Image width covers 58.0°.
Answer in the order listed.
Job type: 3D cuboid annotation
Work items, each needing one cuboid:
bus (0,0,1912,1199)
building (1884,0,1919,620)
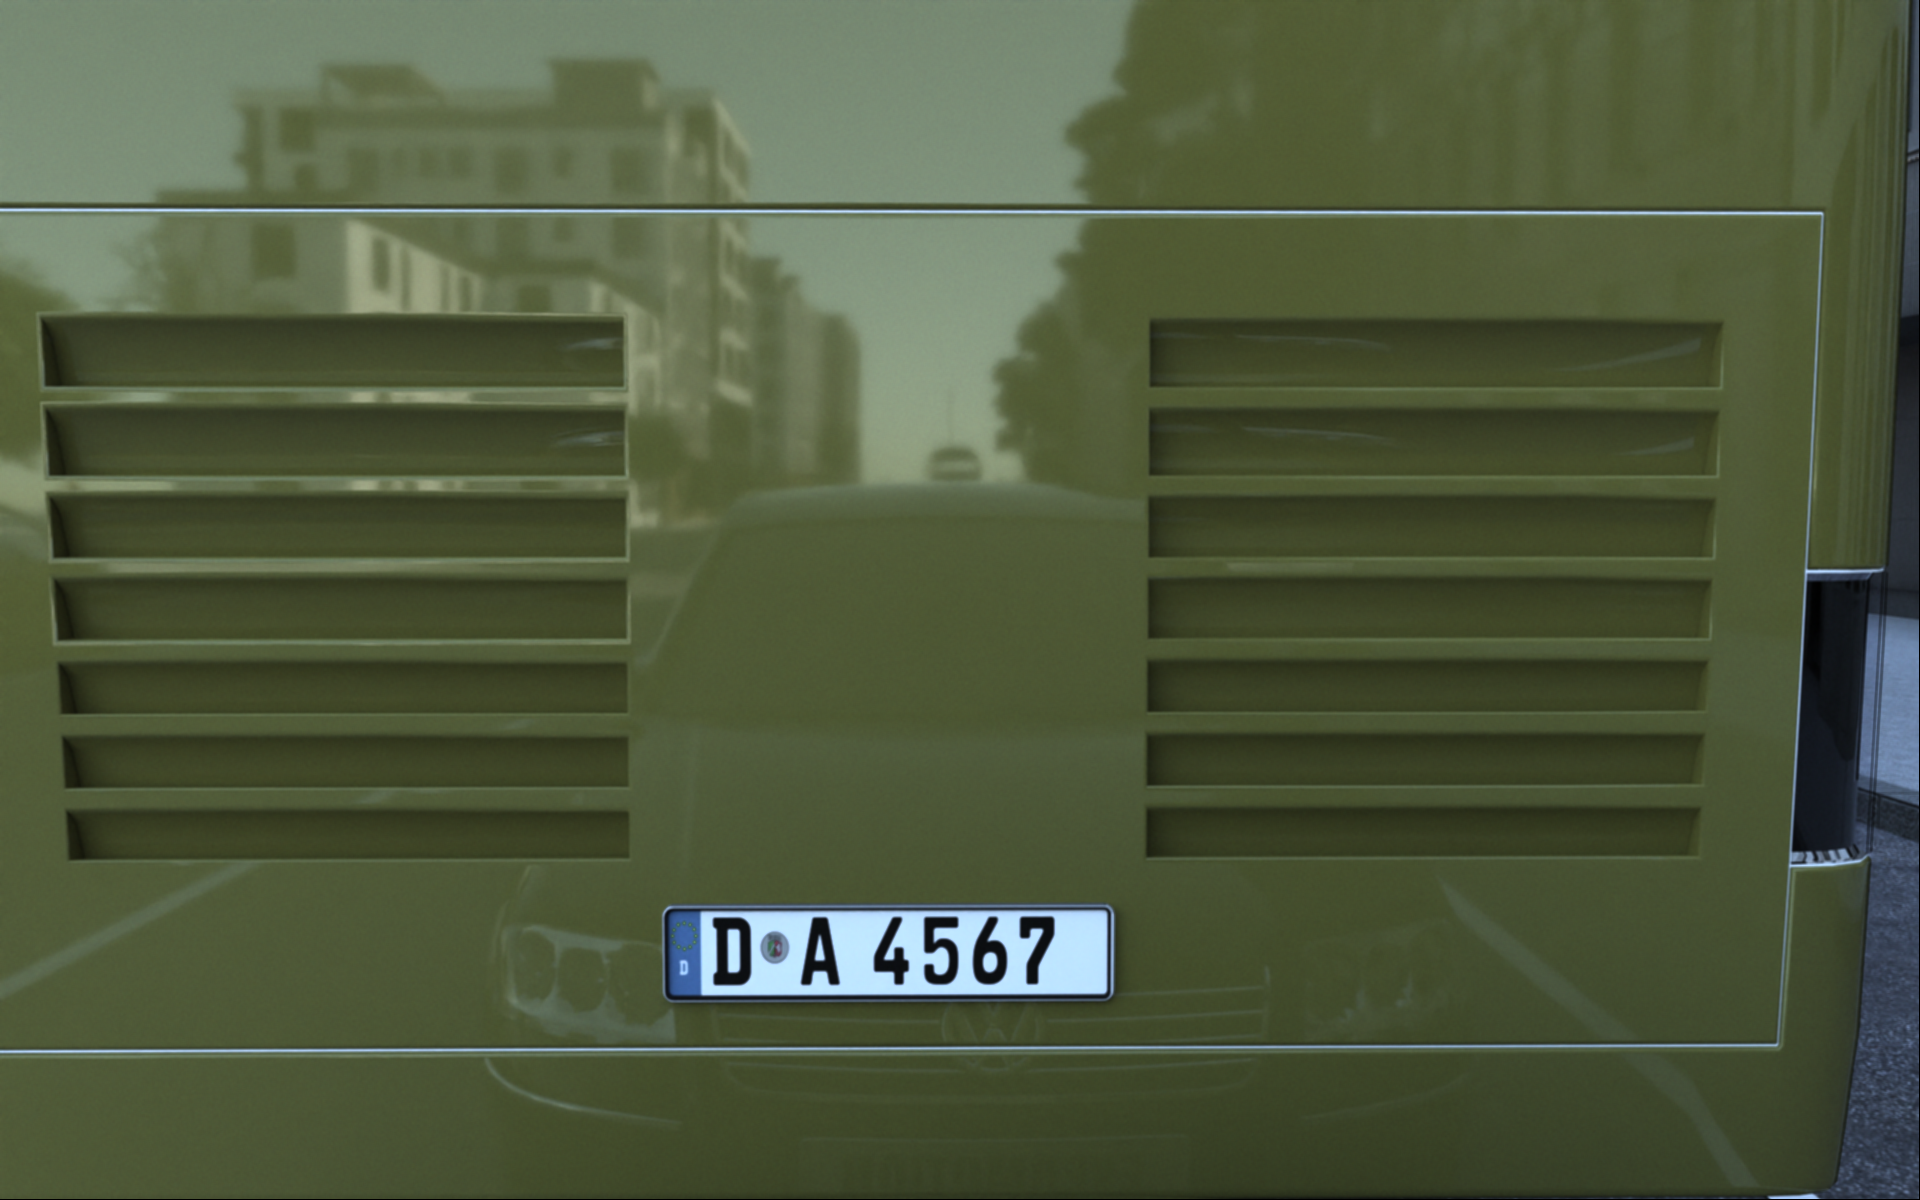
[{"bbox_3d":[-0.156,-1.015,8.150,2.896,3.916,12.252,0,4,-1],"label":"bus"},{"bbox_3d":[15.046,-13.800,19.132,14.314,27.812,24.014,0,4,-1],"label":"building"}]
